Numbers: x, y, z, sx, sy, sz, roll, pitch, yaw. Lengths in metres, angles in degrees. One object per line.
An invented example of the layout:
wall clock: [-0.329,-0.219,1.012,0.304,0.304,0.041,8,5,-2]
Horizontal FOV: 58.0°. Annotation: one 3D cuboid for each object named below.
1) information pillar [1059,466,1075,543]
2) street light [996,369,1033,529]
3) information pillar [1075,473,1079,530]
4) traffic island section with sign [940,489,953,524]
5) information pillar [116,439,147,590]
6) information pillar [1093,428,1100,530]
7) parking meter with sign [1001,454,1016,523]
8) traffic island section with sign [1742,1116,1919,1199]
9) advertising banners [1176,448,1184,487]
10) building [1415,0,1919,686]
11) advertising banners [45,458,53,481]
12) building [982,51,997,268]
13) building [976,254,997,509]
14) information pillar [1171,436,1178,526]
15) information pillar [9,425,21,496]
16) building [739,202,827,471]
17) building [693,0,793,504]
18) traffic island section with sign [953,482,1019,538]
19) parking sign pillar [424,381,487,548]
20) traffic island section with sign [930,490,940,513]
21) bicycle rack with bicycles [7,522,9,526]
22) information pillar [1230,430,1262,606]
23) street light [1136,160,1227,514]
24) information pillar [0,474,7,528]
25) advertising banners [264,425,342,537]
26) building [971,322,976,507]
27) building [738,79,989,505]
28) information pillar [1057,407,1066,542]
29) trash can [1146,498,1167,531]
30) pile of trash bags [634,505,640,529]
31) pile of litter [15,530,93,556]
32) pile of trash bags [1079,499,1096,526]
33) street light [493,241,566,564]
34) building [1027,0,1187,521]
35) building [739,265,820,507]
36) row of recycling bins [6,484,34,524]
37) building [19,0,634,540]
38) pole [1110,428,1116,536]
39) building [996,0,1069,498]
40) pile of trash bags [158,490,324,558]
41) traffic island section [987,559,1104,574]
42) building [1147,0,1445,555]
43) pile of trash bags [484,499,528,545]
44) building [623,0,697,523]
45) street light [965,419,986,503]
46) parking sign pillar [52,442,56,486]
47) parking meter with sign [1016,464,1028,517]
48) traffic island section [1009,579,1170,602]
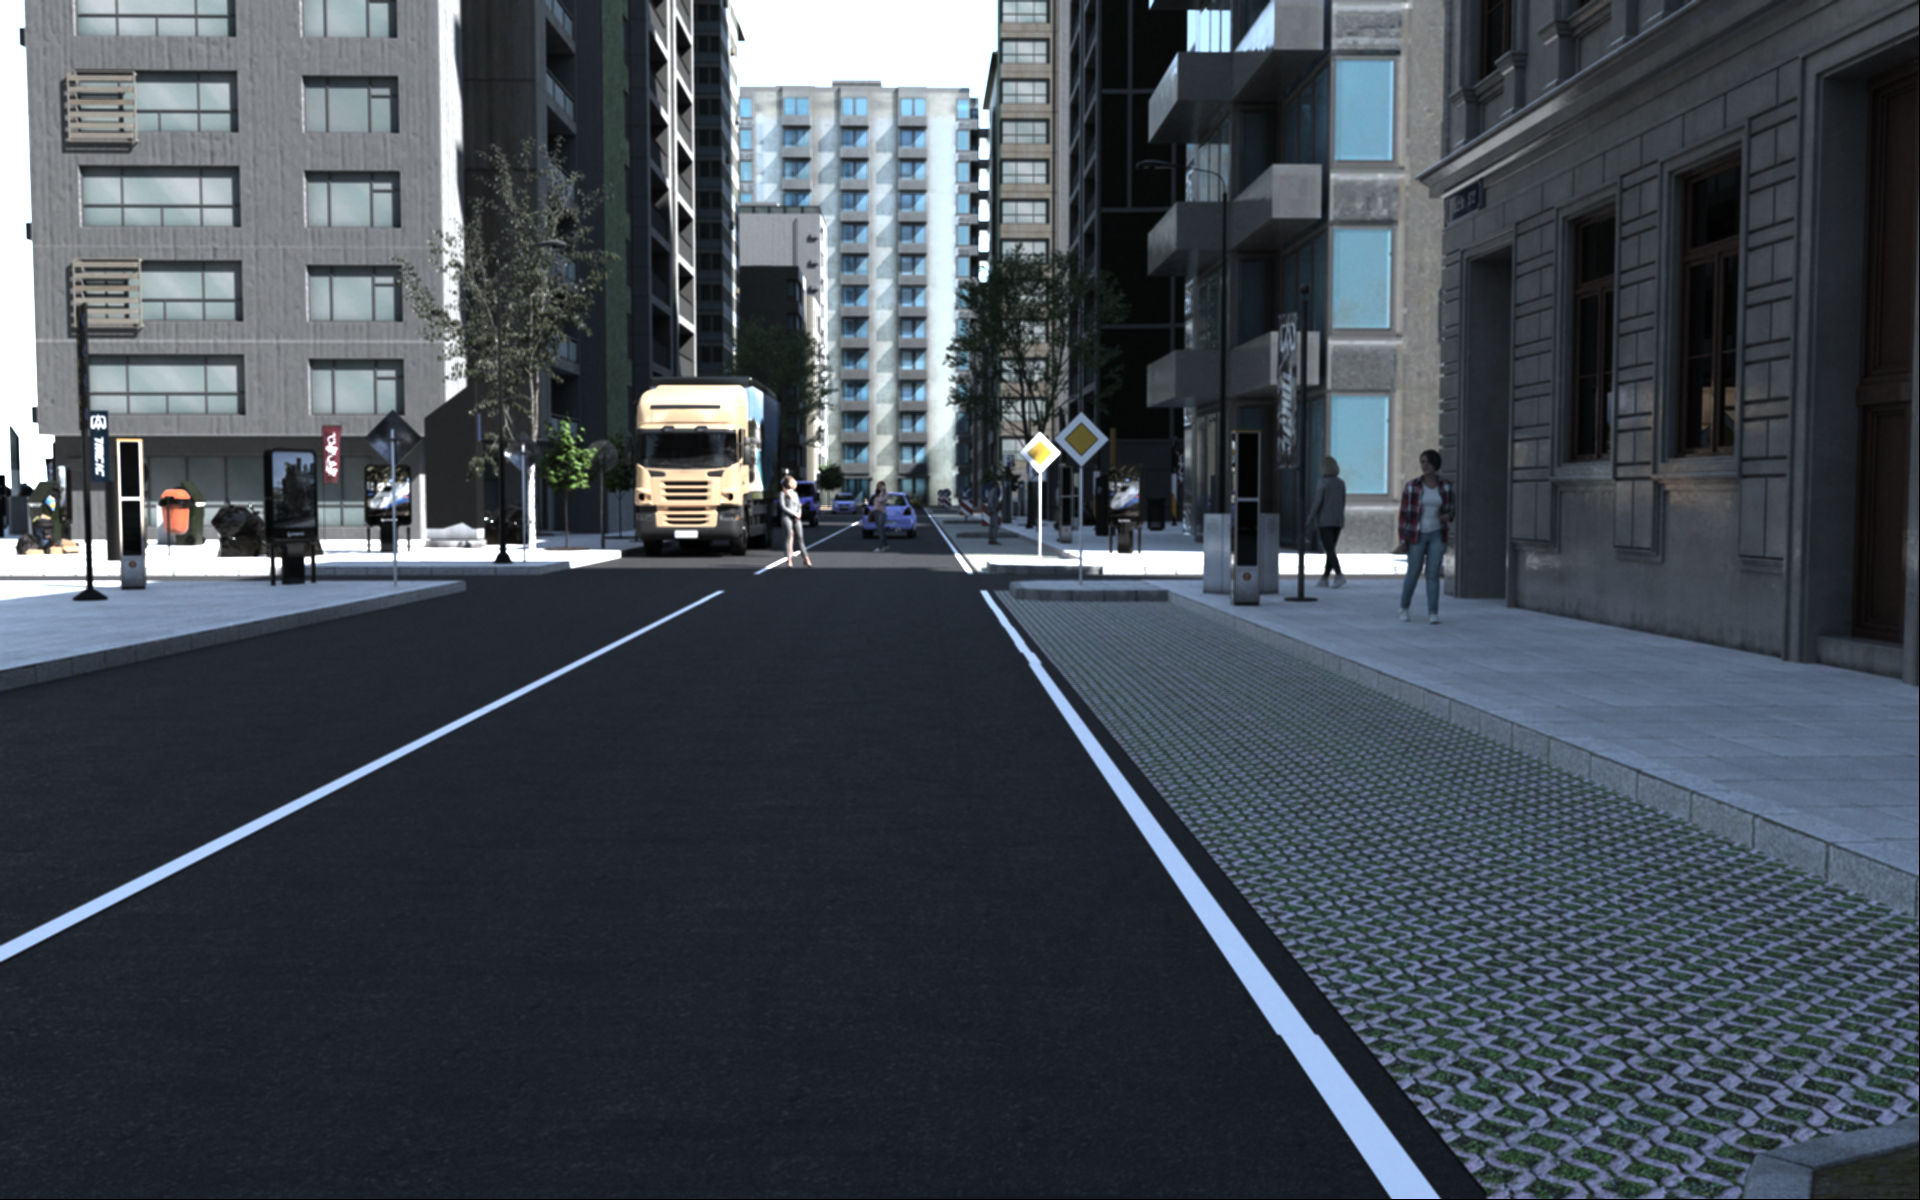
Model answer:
information pillar: [2.771,-2.503,45.420,0.304,2.012,0.304,0,4,-5]
street light: [2.054,-5.621,64.450,1.470,5.913,1.316,0,4,-2]
information pillar: [3.990,-3.468,61.191,0.304,2.012,0.304,3,5,42]
traffic island section with sign: [0.177,-4.603,83.893,1.989,1.847,2.006,0,4,-2]
information pillar: [-11.162,-1.153,23.342,0.304,2.012,0.304,-1,4,-22]
information pillar: [4.899,-4.319,61.978,0.183,3.616,0.504,-1,4,-17]
parking meter with sign: [2.087,-4.905,76.451,0.543,3.016,1.738,0,4,0]
traffic island section with sign: [2.326,0.372,2.544,1.989,1.847,2.006,0,4,-2]
advertising banners: [8.862,-4.250,65.669,0.090,3.025,2.074,-2,4,-33]
building: [11.398,-10.748,11.890,11.583,22.565,21.152,0,4,-2]
advertising banners: [-43.168,-5.341,83.506,2.074,3.025,0.090,1,4,10]
building: [16.883,-37.732,206.159,27.495,52.752,28.713,0,4,-2]
building: [15.829,-18.032,139.862,27.650,21.520,28.899,0,4,-2]
information pillar: [8.684,-4.825,70.238,0.183,3.616,0.504,1,4,23]
information pillar: [-32.169,-4.136,58.979,0.504,3.616,0.183,2,4,31]
building: [-20.565,-24.696,175.482,14.107,30.474,14.160,0,4,-2]
building: [-28.015,-26.085,118.373,32.217,40.220,23.993,0,4,-2]
traffic island section with sign: [0.886,-2.955,56.947,1.989,1.847,2.006,0,4,-2]
parking sign pillar: [-12.144,-3.249,41.596,1.447,3.967,1.447,1,4,8]
traffic island section with sign: [-1.146,-7.673,134.076,1.989,1.847,2.006,0,4,-2]
bicycle rack with bicycles: [-39.401,-3.503,70.652,2.925,0.926,2.852,-1,4,-12]
information pillar: [3.297,-0.949,20.001,0.304,2.012,0.304,0,3,0]
street light: [3.152,-3.165,24.284,1.470,5.913,1.316,0,4,-2]
information pillar: [-35.914,-3.691,64.846,0.304,2.012,0.304,3,5,44]
advertising banners: [-16.760,-2.940,44.251,2.074,3.025,0.090,0,4,5]
building: [15.317,-19.796,168.703,27.650,21.520,28.899,0,4,-2]
building: [-12.016,-35.681,202.986,30.456,49.044,23.786,0,4,-2]
information pillar: [2.746,-3.379,46.600,0.183,3.616,0.504,-1,4,-8]
trash can: [6.914,-3.017,60.980,0.748,1.137,0.748,0,3,0]
pile of trash bags: [-11.285,-3.348,64.494,1.912,1.369,3.447,-1,4,-8]
pile of litter: [-19.309,-1.402,36.887,1.176,0.858,1.719,3,5,39]
pile of trash bags: [6.025,-3.761,71.237,1.912,1.369,3.447,3,4,36]
street light: [-7.911,-3.629,31.870,1.470,5.913,1.316,0,4,-2]
building: [14.251,-39.520,84.412,20.563,71.187,20.611,0,4,-2]
building: [-26.422,-18.382,145.577,27.650,21.520,28.899,0,4,-2]
row of recycling bins: [-39.543,-4.102,74.188,3.534,1.692,1.069,-3,5,-43]
building: [-18.343,-22.584,52.845,14.154,41.232,14.086,0,4,-2]
pole: [4.719,-3.643,53.405,0.158,3.312,0.155,0,3,0]
building: [9.432,-26.547,117.633,14.154,41.232,14.086,0,4,-2]
pile of trash bags: [-14.894,-1.590,35.753,3.447,1.369,1.912,0,4,7]
traffic island section: [1.531,-0.616,32.357,2.009,0.180,2.903,0,4,-2]
building: [20.215,-26.021,45.056,30.456,49.044,23.786,0,4,-2]
pile of trash bags: [-12.424,-2.147,44.852,1.912,1.369,3.447,-2,4,-35]
building: [-20.603,-39.078,77.181,20.563,71.187,20.611,0,4,-2]
street light: [1.015,-8.208,106.749,1.470,5.913,1.316,0,4,-2]
parking sign pillar: [-31.866,-4.511,62.233,1.447,3.967,1.447,-2,4,-31]
parking meter with sign: [3.652,-6.324,99.660,0.543,3.016,1.738,2,4,34]
traffic island section: [1.742,-0.128,24.374,2.009,0.180,2.903,0,4,-2]
